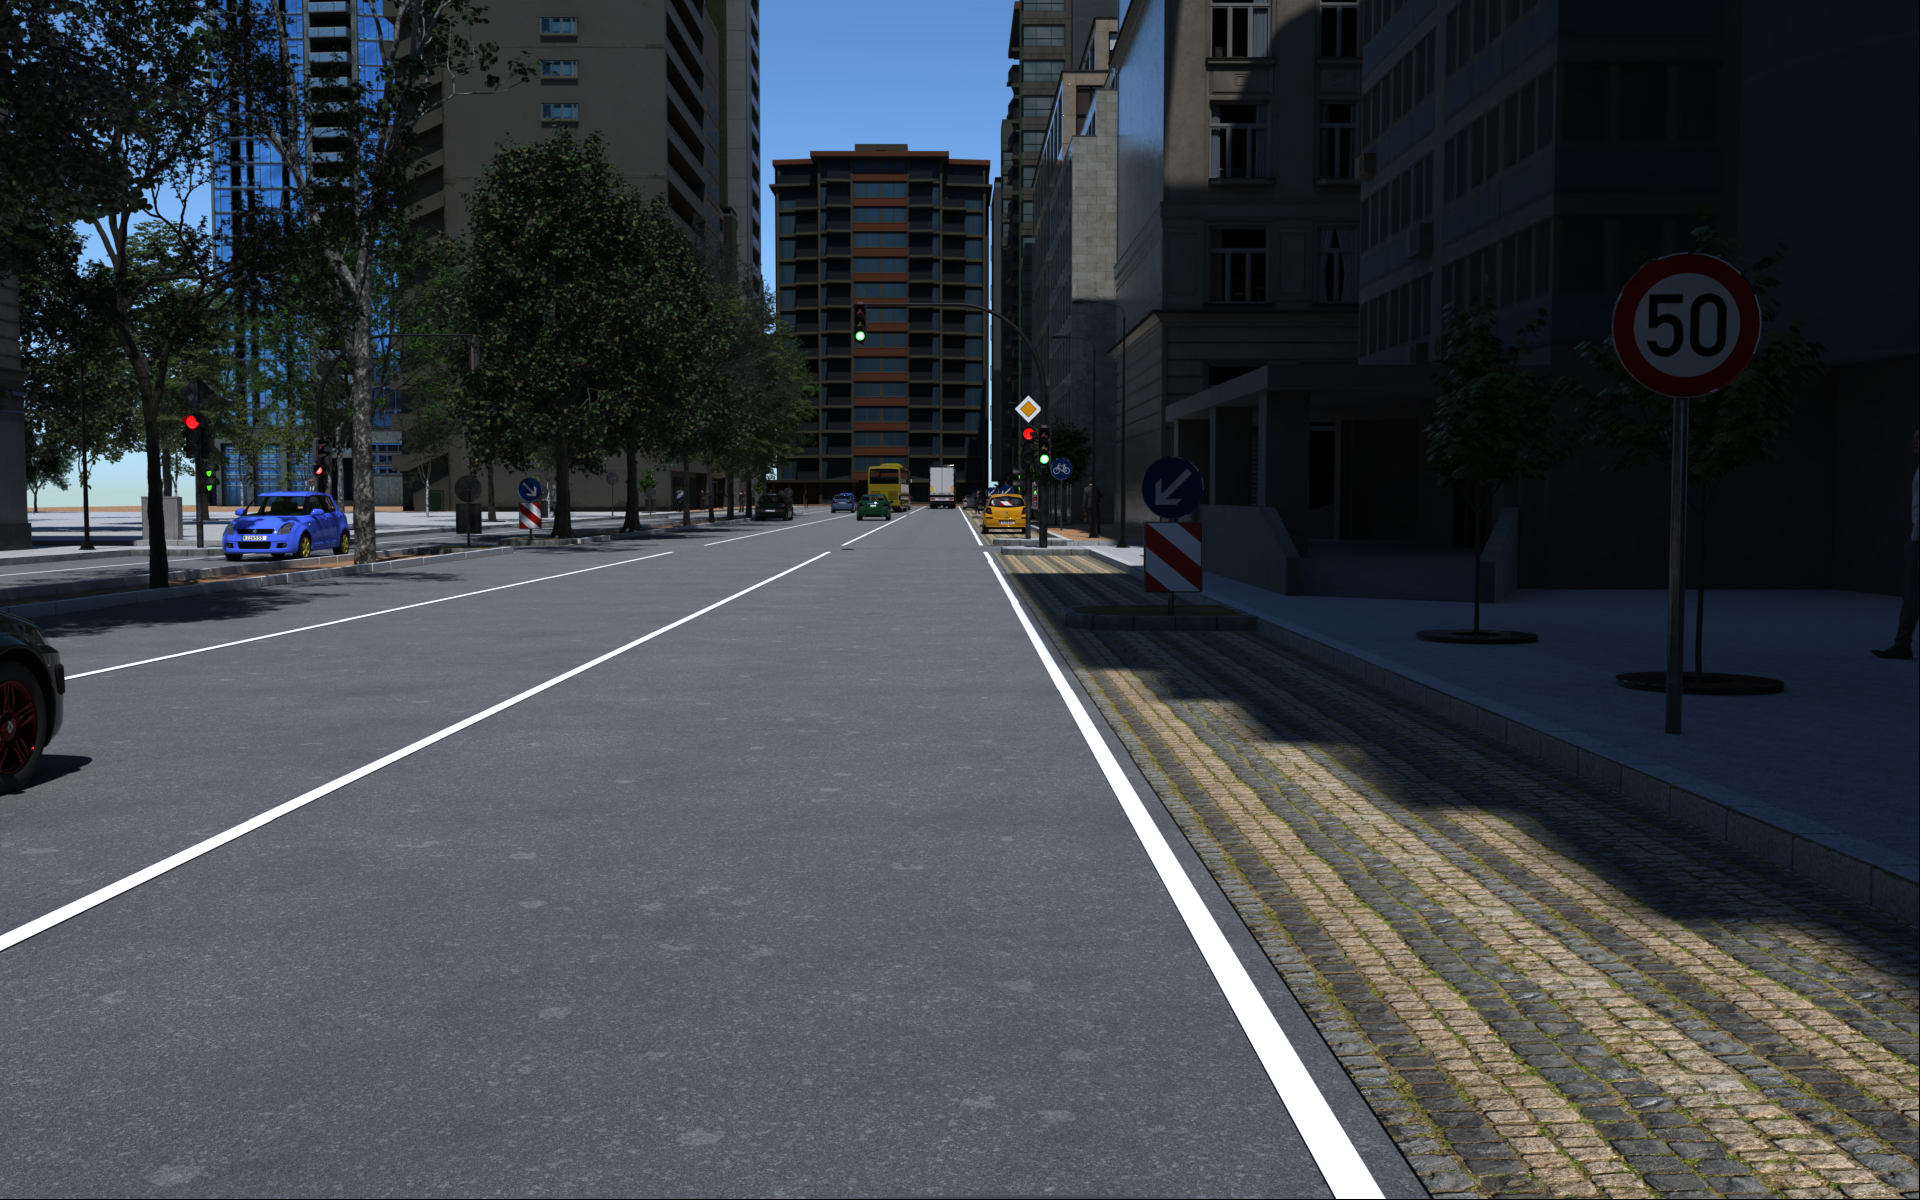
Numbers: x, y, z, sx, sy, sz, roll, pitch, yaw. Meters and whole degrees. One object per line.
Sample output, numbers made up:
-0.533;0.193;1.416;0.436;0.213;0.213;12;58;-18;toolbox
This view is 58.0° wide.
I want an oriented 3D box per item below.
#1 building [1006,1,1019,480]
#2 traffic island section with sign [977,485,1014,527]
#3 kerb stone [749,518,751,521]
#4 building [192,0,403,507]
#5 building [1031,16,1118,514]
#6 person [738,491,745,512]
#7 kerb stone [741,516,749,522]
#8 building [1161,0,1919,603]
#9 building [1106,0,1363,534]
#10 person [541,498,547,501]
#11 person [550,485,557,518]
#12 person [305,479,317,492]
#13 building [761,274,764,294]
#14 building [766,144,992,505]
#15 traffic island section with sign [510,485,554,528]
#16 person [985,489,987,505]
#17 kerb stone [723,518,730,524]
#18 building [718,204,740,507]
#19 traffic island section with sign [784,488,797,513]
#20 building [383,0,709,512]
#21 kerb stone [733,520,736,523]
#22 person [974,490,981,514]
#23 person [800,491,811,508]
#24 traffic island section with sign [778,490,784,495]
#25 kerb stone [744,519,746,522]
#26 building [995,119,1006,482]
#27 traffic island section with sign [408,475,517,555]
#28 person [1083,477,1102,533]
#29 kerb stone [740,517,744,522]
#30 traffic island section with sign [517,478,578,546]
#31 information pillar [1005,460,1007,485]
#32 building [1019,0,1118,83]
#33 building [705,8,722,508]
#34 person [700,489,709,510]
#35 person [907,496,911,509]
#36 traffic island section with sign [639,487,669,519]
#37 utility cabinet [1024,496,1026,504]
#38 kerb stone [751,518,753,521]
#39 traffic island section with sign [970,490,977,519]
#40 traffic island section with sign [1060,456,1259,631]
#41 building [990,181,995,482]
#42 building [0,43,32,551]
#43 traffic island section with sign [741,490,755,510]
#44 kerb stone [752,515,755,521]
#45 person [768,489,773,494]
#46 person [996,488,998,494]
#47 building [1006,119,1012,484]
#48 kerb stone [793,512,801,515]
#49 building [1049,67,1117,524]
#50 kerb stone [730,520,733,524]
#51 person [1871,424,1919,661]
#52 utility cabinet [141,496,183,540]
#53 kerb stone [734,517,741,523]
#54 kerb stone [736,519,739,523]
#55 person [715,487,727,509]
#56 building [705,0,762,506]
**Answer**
15.390;-30.592;154.804;22.147;44.769;28.867;0;4;0;building
1.854;-4.030;74.511;1.989;1.847;2.006;0;4;0;traffic island section with sign
-11.166;-4.168;90.344;0.120;0.150;1.000;0;4;0;kerb stone
-66.155;-53.436;186.352;31.000;86.520;22.319;0;4;0;building
14.845;-18.526;107.409;19.350;26.468;34.151;0;4;0;building
-17.346;-7.848;137.618;0.445;1.727;0.742;1;4;14;person
-11.156;-4.106;89.321;0.120;0.150;1.000;0;4;0;kerb stone
20.180;-20.533;27.600;32.217;40.220;23.993;0;4;0;building
20.128;-13.744;57.996;30.059;22.955;16.112;0;4;0;building
-24.257;-5.537;100.847;0.425;1.301;0.394;0;4;-2;person
-22.105;-5.377;94.144;0.526;1.800;0.537;0;4;6;person
-21.810;-3.188;58.344;0.661;1.801;0.590;0;4;-6;person
-31.979;-27.157;215.716;14.107;30.474;14.160;0;4;0;building
-10.511;-34.549;219.508;28.867;44.769;22.147;0;4;0;building
-17.970;-3.993;73.913;1.989;1.847;2.006;0;4;0;traffic island section with sign
2.984;-11.643;196.340;0.705;1.831;1.348;-1;4;-8;person
-11.129;-3.667;82.145;0.120;0.150;1.000;0;4;0;kerb stone
-29.175;-24.174;166.952;14.160;30.474;14.107;0;4;0;building
-12.372;-7.094;124.131;2.006;1.907;1.989;0;4;0;traffic island section with sign
-31.744;-31.235;134.394;21.300;48.544;21.600;0;4;0;building
-11.139;-3.786;84.204;0.120;0.150;1.000;0;4;0;kerb stone
1.272;-7.138;126.124;0.541;1.710;0.530;-1;4;-9;person
-15.897;-10.387;178.841;1.217;1.766;0.721;-1;4;-10;person
-18.468;-10.439;179.305;1.989;1.847;2.006;0;4;0;traffic island section with sign
-11.160;-4.043;88.299;0.120;0.150;1.000;0;4;0;kerb stone
11.479;-31.106;192.175;14.154;41.232;14.086;0;4;0;building
-11.975;-2.046;41.586;2.006;1.907;1.989;0;4;0;traffic island section with sign
4.354;-3.114;56.924;0.622;1.834;0.822;0;4;-4;person
-11.152;-3.980;87.276;0.120;0.150;1.000;0;4;0;kerb stone
-12.001;-2.499;48.993;2.006;1.907;1.989;0;4;0;traffic island section with sign
3.147;-7.740;117.909;0.183;3.616;0.504;0;4;6;information pillar
11.485;-27.498;133.191;14.154;41.232;14.086;0;4;0;building
-28.963;-30.719;152.373;14.600;45.320;14.200;0;4;0;building
-20.372;-8.019;137.959;0.742;1.727;0.445;-2;4;-31;person
-5.190;-9.793;169.321;1.217;1.736;0.721;1;4;23;person
-18.100;-5.659;101.156;1.989;1.847;2.006;0;4;0;traffic island section with sign
3.525;-4.819;89.960;0.306;1.237;1.020;-1;4;-9;utility cabinet
-11.172;-4.230;91.366;0.120;0.150;1.000;0;4;0;kerb stone
1.715;-5.678;101.466;1.989;1.847;2.006;0;4;0;traffic island section with sign
2.120;-0.631;18.950;1.989;1.847;2.006;0;4;0;traffic island section with sign
10.981;-32.584;216.337;14.086;41.232;14.154;0;4;0;building
-30.424;-11.356;34.815;18.267;20.994;9.793;0;4;0;building
-18.345;-8.790;152.350;1.989;1.847;2.006;0;4;0;traffic island section with sign
-11.172;-4.293;92.388;0.120;0.150;1.000;0;4;0;kerb stone
-20.996;-11.408;192.584;0.705;1.821;1.348;3;5;43;person
3.459;-9.506;161.469;0.705;1.823;1.348;-3;5;-42;person
12.340;-30.225;177.776;14.154;41.232;14.086;0;4;0;building
-11.307;-5.986;120.065;0.120;0.150;1.000;0;4;0;kerb stone
9.913;-13.906;82.114;10.420;20.320;16.860;0;4;0;building
-11.138;-3.729;83.170;0.120;0.150;1.000;0;4;0;kerb stone
7.525;-0.440;13.339;0.679;1.850;0.850;-3;5;-44;person
-22.345;-2.285;48.524;1.020;1.237;0.306;0;4;-1;utility cabinet
-11.147;-3.915;86.250;0.120;0.150;1.000;0;4;0;kerb stone
-11.142;-3.854;85.226;0.120;0.150;1.000;0;4;0;kerb stone
-20.828;-8.900;151.184;1.348;1.869;0.705;-3;5;-42;person
-36.140;-39.525;188.237;28.212;58.520;21.231;0;4;0;building
